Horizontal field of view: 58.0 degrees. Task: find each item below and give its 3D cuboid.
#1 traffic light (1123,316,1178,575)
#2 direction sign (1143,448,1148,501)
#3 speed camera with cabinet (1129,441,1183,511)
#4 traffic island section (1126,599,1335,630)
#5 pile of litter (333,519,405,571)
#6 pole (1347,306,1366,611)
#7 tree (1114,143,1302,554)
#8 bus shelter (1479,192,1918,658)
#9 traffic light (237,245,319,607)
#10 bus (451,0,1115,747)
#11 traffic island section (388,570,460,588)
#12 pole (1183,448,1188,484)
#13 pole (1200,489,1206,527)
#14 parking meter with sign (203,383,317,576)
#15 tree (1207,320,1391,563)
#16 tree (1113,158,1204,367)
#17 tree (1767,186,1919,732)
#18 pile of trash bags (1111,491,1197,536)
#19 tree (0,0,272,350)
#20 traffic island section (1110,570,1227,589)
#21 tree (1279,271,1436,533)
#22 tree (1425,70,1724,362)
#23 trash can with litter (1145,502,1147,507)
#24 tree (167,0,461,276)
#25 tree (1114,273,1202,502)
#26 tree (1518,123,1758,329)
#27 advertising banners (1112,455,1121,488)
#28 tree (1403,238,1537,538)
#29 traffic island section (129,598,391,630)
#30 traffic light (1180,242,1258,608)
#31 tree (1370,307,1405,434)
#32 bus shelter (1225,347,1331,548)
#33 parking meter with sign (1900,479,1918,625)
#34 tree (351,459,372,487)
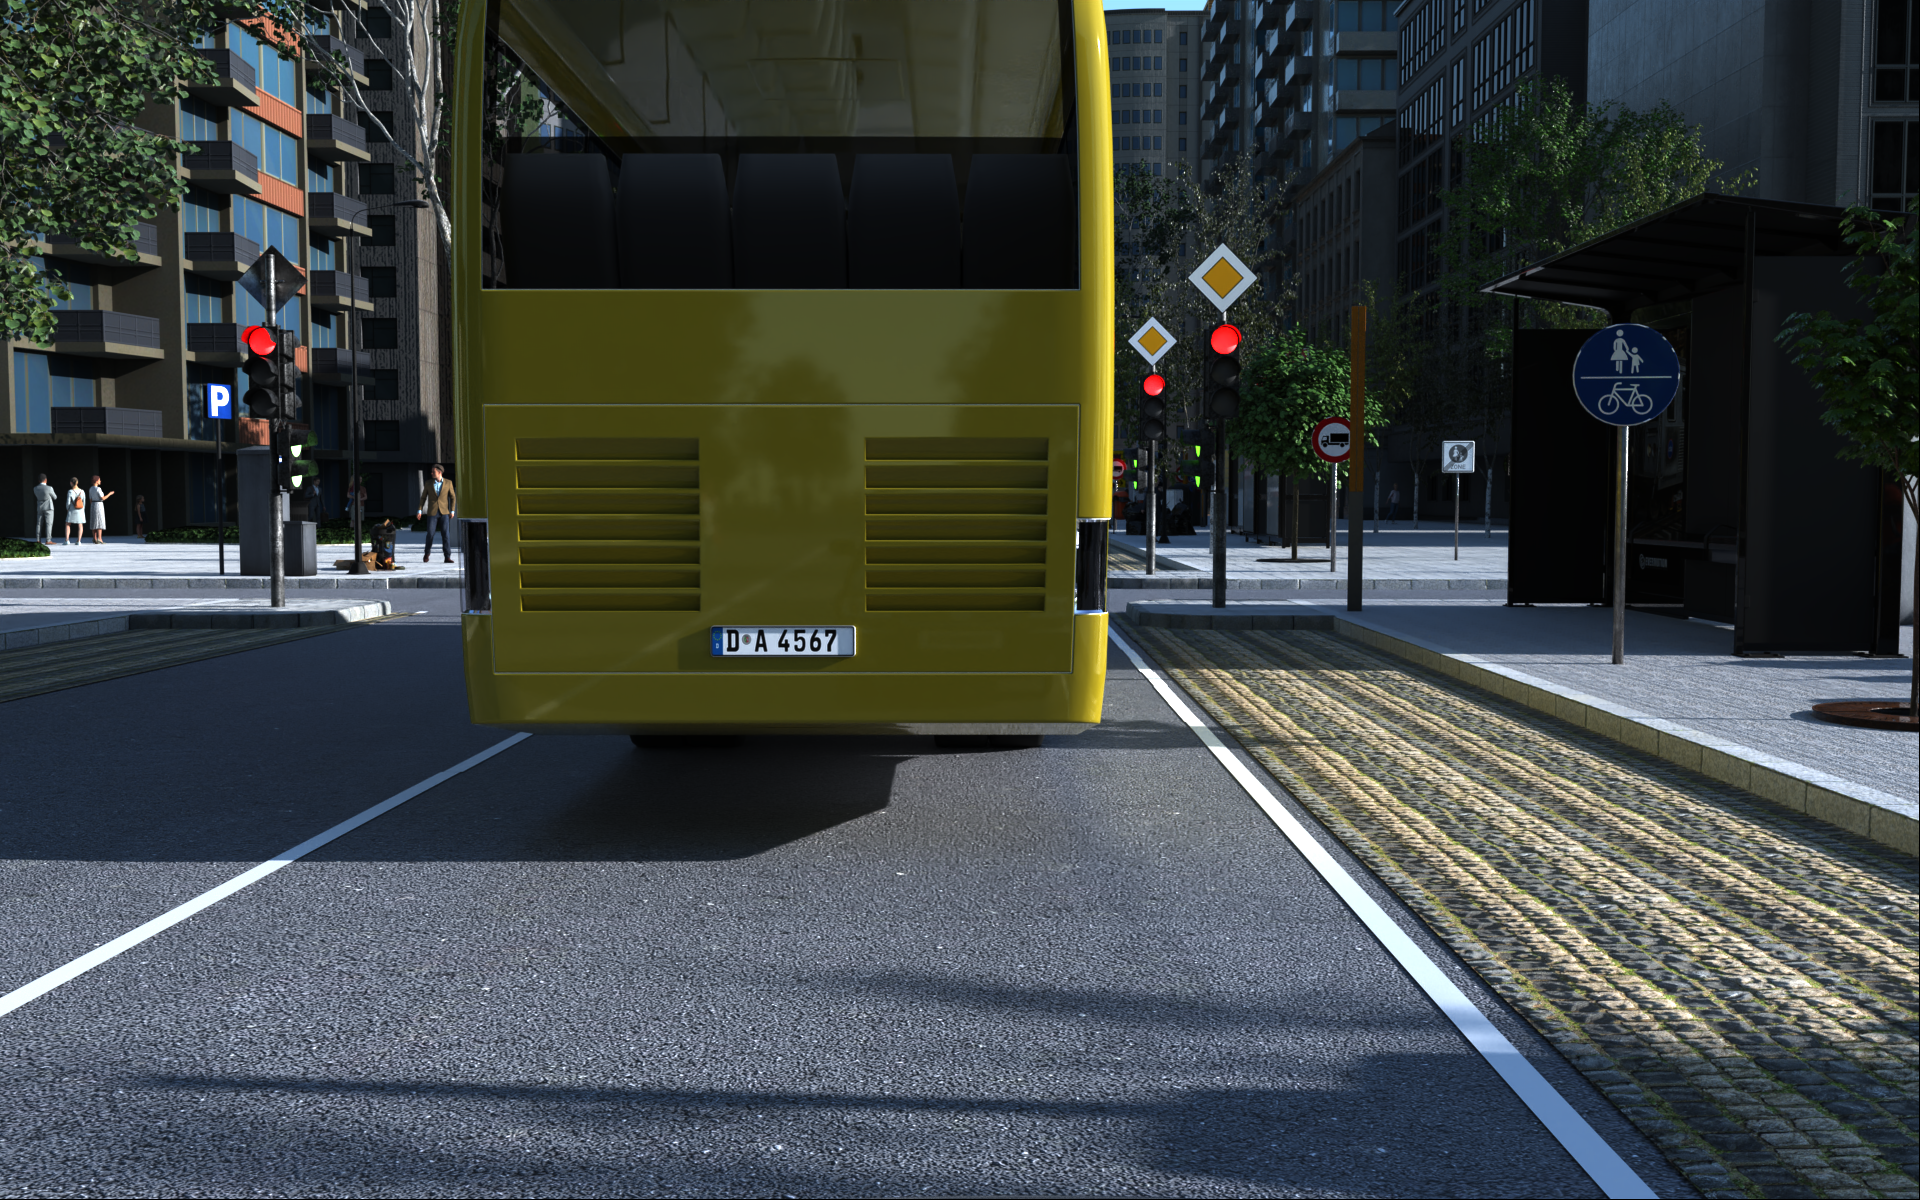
[{"bbox_3d":[3.017,-2.357,27.464,0.839,4.253,0.868,0,4,1],"label":"traffic light"},{"bbox_3d":[9.013,-5.684,84.927,0.876,3.537,0.379,-1,4,-18],"label":"direction sign"},{"bbox_3d":[7.211,-4.244,63.725,2.038,3.252,0.660,3,5,39],"label":"speed camera with cabinet"},{"bbox_3d":[2.952,0.164,19.593,2.009,0.180,2.903,0,4,1],"label":"traffic island section"},{"bbox_3d":[-10.034,-0.944,29.400,1.176,0.858,1.719,-1,4,-15],"label":"pile of litter"},{"bbox_3d":[4.339,-1.535,18.941,0.158,3.312,0.155,0,3,0],"label":"pole"},{"bbox_3d":[5.393,-5.300,37.014,4.360,8.622,3.978,0,3,0],"label":"tree"},{"bbox_3d":[6.689,-1.549,16.609,1.731,3.624,6.357,0,4,1],"label":"bus shelter"},{"bbox_3d":[-7.749,-1.877,19.604,0.839,4.253,0.868,0,4,1],"label":"traffic light"},{"bbox_3d":[-0.703,-1.289,12.614,2.896,3.916,12.252,0,4,0],"label":"bus"},{"bbox_3d":[-7.683,-0.333,27.723,2.009,0.180,2.903,0,4,1],"label":"traffic island section"},{"bbox_3d":[9.971,-5.066,76.678,0.158,3.312,0.155,0,3,0],"label":"pole"},{"bbox_3d":[9.442,-4.485,67.173,0.158,3.312,0.155,0,3,0],"label":"pole"},{"bbox_3d":[-10.973,-1.897,27.269,1.738,3.016,0.543,1,4,17],"label":"parking meter with sign"},{"bbox_3d":[6.417,-3.002,32.799,4.285,4.588,4.351,0,3,0],"label":"tree"},{"bbox_3d":[6.264,-14.502,93.004,12.611,20.169,13.585,0,3,0],"label":"tree"},{"bbox_3d":[5.513,-0.919,9.632,1.663,3.219,1.824,0,3,0],"label":"tree"},{"bbox_3d":[5.893,-2.749,54.702,1.912,1.369,3.447,-2,4,-31],"label":"pile of trash bags"},{"bbox_3d":[-9.893,-6.479,12.580,9.857,13.997,8.962,0,3,0],"label":"tree"},{"bbox_3d":[3.057,-0.324,27.577,2.009,0.180,2.903,0,4,1],"label":"traffic island section"},{"bbox_3d":[13.631,-6.540,57.294,4.737,8.622,4.395,0,3,0],"label":"tree"},{"bbox_3d":[15.375,-7.194,43.371,9.928,11.665,9.643,0,3,0],"label":"tree"},{"bbox_3d":[10.289,-5.079,94.427,1.055,1.170,0.624,0,4,7],"label":"trash can with litter"},{"bbox_3d":[-11.781,-11.038,36.354,12.611,20.169,13.585,0,3,0],"label":"tree"},{"bbox_3d":[5.853,-6.536,57.221,4.737,8.622,4.395,0,3,0],"label":"tree"},{"bbox_3d":[13.666,-5.146,34.506,4.737,8.622,4.395,0,3,0],"label":"tree"},{"bbox_3d":[6.076,-4.895,76.214,2.074,3.025,0.090,1,4,19],"label":"advertising banners"},{"bbox_3d":[15.450,-6.135,50.672,4.360,8.622,3.978,0,3,0],"label":"tree"},{"bbox_3d":[-7.789,0.155,19.739,2.009,0.180,2.903,0,4,1],"label":"traffic island section"},{"bbox_3d":[2.912,-1.869,19.479,0.839,4.253,0.868,0,4,1],"label":"traffic light"},{"bbox_3d":[16.998,-6.917,63.449,4.360,8.622,3.978,0,3,0],"label":"tree"},{"bbox_3d":[8.442,-4.115,44.917,2.179,5.291,8.768,0,4,1],"label":"bus shelter"},{"bbox_3d":[9.040,-1.264,16.933,1.738,3.016,0.543,-2,4,-33],"label":"parking meter with sign"},{"bbox_3d":[-28.952,-5.347,82.023,1.663,3.219,1.824,0,3,0],"label":"tree"}]
